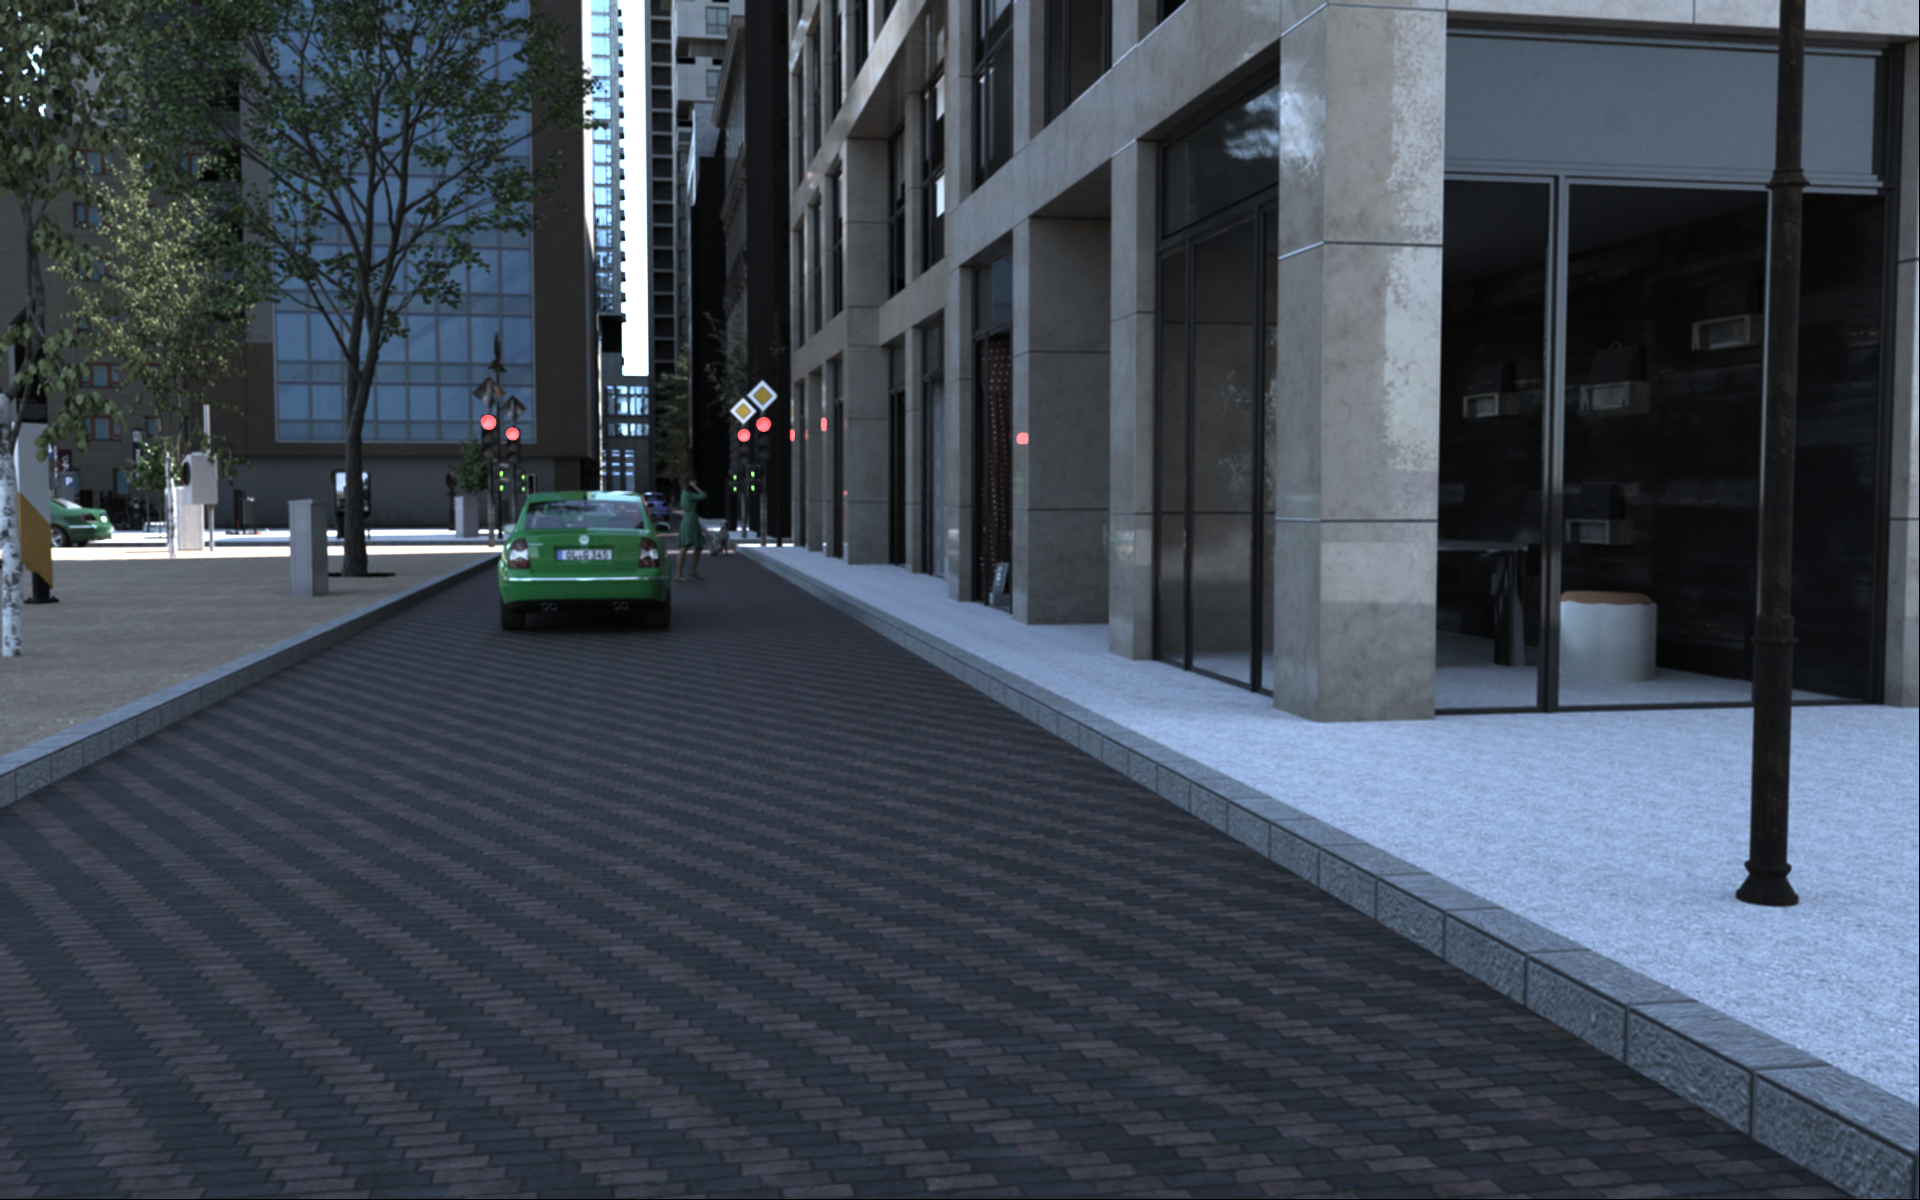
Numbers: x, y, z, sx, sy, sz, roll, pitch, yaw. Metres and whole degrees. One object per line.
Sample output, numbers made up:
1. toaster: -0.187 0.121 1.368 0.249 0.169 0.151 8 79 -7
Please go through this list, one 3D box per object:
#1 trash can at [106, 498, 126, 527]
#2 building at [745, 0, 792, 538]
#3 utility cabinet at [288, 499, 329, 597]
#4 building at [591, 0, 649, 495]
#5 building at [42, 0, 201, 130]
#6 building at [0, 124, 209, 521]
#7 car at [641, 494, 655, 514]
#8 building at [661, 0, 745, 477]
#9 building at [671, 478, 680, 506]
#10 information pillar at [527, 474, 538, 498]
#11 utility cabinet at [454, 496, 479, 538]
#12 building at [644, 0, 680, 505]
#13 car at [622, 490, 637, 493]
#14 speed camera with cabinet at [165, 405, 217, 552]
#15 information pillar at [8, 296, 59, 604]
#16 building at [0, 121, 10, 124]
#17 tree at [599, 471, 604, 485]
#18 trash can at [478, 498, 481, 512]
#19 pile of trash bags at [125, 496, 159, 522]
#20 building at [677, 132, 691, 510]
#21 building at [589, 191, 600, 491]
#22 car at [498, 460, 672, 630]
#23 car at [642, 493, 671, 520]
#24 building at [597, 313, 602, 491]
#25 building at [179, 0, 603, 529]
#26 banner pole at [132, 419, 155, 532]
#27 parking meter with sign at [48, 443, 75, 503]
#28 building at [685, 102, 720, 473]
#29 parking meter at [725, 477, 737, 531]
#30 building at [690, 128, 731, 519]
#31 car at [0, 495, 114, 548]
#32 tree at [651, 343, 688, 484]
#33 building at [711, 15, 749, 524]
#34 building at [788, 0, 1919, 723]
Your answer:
1. trash can: -33.289 -3.468 68.351 0.748 1.137 0.748 0 3 0
2. building: 1.303 -13.899 56.927 15.834 23.373 12.332 -1 4 -10
3. utility cabinet: -8.292 -0.666 22.046 0.306 1.237 1.020 -1 4 -10
4. building: -54.258 -54.988 211.731 31.000 86.520 22.319 -1 4 -10
5. building: -94.227 -46.896 204.998 20.611 71.187 20.563 -1 4 -10
6. building: -36.093 -15.436 97.414 27.650 21.520 28.899 -1 4 -10
7. car: -11.832 -3.179 61.011 2.155 1.783 4.494 -1 4 -10
8. building: -13.306 -35.152 163.974 28.713 52.752 27.495 -1 4 -10
9. building: -15.475 -30.471 190.089 32.217 40.220 23.993 -1 4 -10
10. information pillar: -15.800 -3.641 64.027 0.304 2.012 0.304 0 4 6
11. utility cabinet: -14.532 -2.438 51.022 0.306 1.237 1.020 1 4 9
12. building: -28.852 -47.612 216.716 20.611 71.187 20.563 -1 4 -10
13. car: -33.315 -10.143 174.504 2.281 1.827 5.304 -1 4 -8
14. speed camera with cabinet: -17.243 -2.719 38.794 0.660 3.252 2.038 -3 5 -40
15. information pillar: -10.820 -1.763 20.178 0.183 3.616 0.504 1 4 14
16. building: -111.250 -33.621 199.808 14.200 45.320 14.600 -1 4 -10
17. tree: -36.412 -11.313 168.687 4.285 4.588 4.351 0 3 0
18. trash can: -15.954 -2.732 56.320 0.748 1.137 0.748 0 3 0
19. pile of trash bags: -37.580 -4.302 80.097 3.447 1.369 1.912 -3 4 -37
20. building: -16.089 -22.674 142.423 14.160 30.474 14.107 -1 4 -10
21. building: -40.234 -23.580 157.238 14.160 30.474 14.107 -1 4 -10
22. car: -4.255 -0.670 19.748 1.959 1.807 4.718 -1 4 -11
23. car: -16.943 -5.270 95.749 1.945 1.707 3.694 -1 4 -9
24. building: -52.829 -20.639 182.488 28.899 21.520 27.650 -1 4 -10
25. building: -22.006 -25.638 69.297 14.600 45.320 14.200 -1 4 -10
26. banner pole: -27.252 -4.139 57.693 0.401 3.779 0.863 1 4 14
27. parking meter with sign: -30.224 -3.796 58.332 1.738 3.016 0.543 2 4 30
28. building: -11.864 -18.198 115.558 12.078 24.808 19.932 -1 4 -10
29. parking meter: -7.960 -3.337 60.265 0.255 1.863 0.399 3 4 36
30. building: -8.739 -16.413 98.026 12.332 23.373 15.834 -1 4 -10
31. car: -23.980 -1.938 43.477 4.920 1.459 2.131 -1 4 -10
32. tree: -19.443 -12.951 129.879 7.486 12.596 7.792 0 3 0
33. building: -5.367 -15.322 79.401 11.050 23.489 19.941 -1 4 -10
34. building: 8.350 -13.628 27.339 19.350 26.468 34.151 -1 4 -10
